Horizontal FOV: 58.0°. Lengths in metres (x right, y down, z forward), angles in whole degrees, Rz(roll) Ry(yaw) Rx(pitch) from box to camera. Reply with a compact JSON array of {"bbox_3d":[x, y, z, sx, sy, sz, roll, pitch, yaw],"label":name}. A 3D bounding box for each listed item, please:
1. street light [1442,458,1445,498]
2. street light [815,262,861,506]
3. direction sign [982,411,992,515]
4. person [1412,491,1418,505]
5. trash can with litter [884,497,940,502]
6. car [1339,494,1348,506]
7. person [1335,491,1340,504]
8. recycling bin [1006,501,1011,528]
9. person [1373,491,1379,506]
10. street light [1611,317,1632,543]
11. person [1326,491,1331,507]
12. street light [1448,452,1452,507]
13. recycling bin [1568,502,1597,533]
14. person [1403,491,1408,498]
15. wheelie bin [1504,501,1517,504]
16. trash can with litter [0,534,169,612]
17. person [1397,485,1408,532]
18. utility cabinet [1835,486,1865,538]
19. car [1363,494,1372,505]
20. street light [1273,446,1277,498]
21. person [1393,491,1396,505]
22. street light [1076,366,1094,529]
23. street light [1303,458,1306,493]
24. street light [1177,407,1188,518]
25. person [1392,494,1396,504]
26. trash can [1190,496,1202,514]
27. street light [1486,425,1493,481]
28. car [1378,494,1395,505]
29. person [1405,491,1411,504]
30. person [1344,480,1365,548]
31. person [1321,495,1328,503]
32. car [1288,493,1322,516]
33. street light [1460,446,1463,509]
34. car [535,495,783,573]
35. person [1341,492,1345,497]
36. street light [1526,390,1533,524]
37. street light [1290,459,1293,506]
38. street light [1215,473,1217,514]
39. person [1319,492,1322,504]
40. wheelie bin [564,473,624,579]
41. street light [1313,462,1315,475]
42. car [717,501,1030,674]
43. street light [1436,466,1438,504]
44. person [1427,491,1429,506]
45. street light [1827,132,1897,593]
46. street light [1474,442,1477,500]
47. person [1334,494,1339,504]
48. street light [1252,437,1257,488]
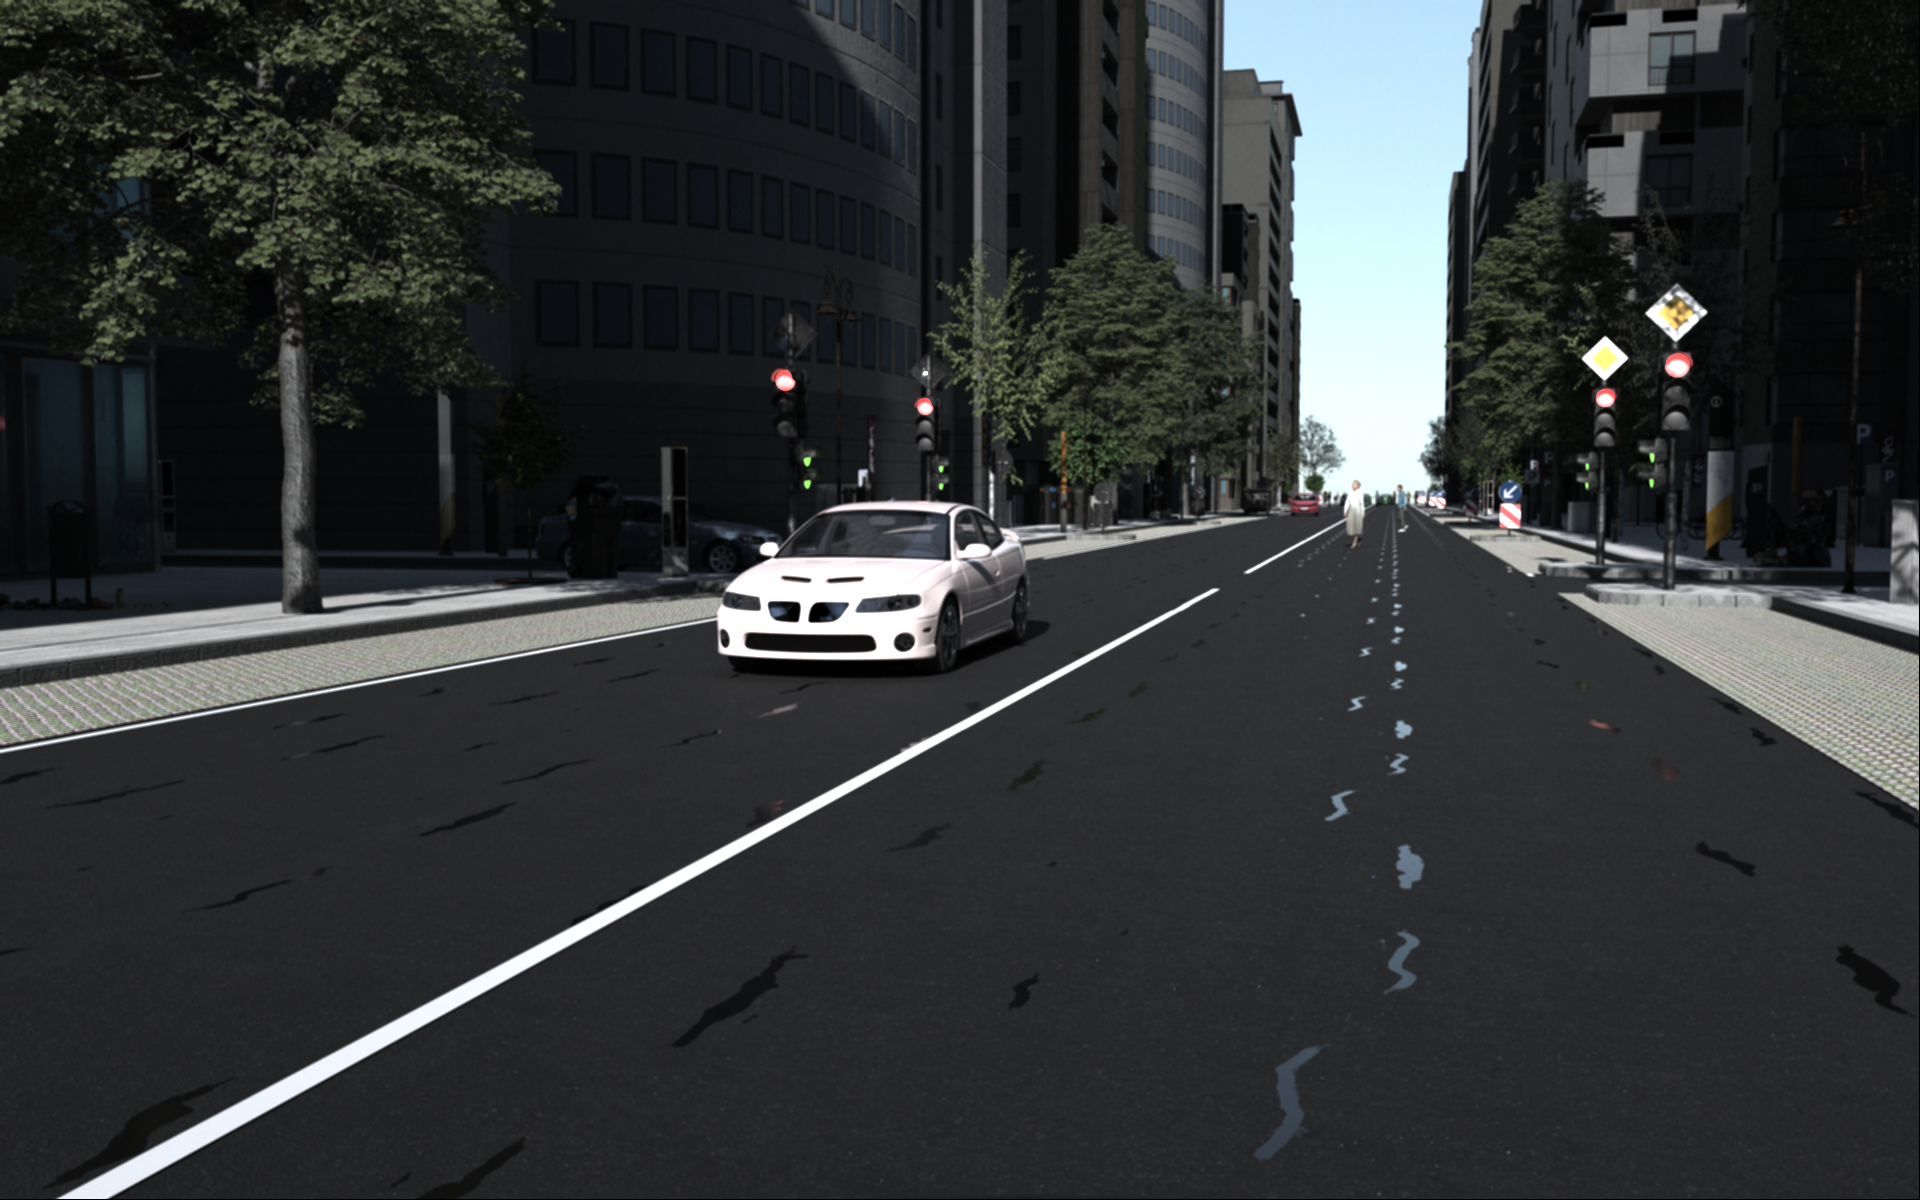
[{"bbox_3d":[55.602,-13.846,199.174,0.468,5.910,1.993,1,4,14],"label":"street light"},{"bbox_3d":[-2.426,-3.782,34.623,0.468,5.910,1.993,1,4,14],"label":"street light"},{"bbox_3d":[0.736,-3.410,47.752,0.379,3.537,0.876,1,4,17],"label":"direction sign"},{"bbox_3d":[55.061,-12.278,209.205,0.705,1.831,1.348,3,5,42],"label":"person"},{"bbox_3d":[-0.941,-2.208,47.160,1.678,1.210,2.233,2,4,24],"label":"trash can with litter"},{"bbox_3d":[47.169,-12.288,210.694,2.009,1.686,4.222,1,4,15],"label":"car"},{"bbox_3d":[56.981,-15.474,261.371,0.709,1.838,0.599,2,4,34],"label":"person"},{"bbox_3d":[1.447,-3.214,65.099,0.722,1.027,0.722,-2,4,-32],"label":"recycling bin"},{"bbox_3d":[48.726,-11.863,202.451,0.705,1.826,1.348,3,5,40],"label":"person"},{"bbox_3d":[17.187,-4.433,45.274,0.468,5.910,1.993,1,4,14],"label":"street light"},{"bbox_3d":[40.920,-11.187,192.226,0.721,1.723,1.217,2,4,29],"label":"person"},{"bbox_3d":[50.131,-12.508,177.294,0.468,5.910,1.993,1,4,14],"label":"street light"},{"bbox_3d":[20.478,-2.716,56.962,0.722,1.027,0.722,3,5,42],"label":"recycling bin"},{"bbox_3d":[60.296,-13.879,235.437,1.348,1.822,0.705,3,5,43],"label":"person"},{"bbox_3d":[32.813,-5.824,103.134,0.980,1.594,0.693,-3,5,-44],"label":"wheelie bin"},{"bbox_3d":[-10.286,-0.522,19.591,2.233,1.210,1.678,1,4,19],"label":"trash can with litter"},{"bbox_3d":[16.865,-3.497,66.018,0.444,1.785,0.601,1,4,15],"label":"person"},{"bbox_3d":[25.249,-2.478,49.198,0.318,1.500,1.173,0,4,0],"label":"utility cabinet"},{"bbox_3d":[55.590,-13.835,237.994,2.131,1.459,4.920,1,4,14],"label":"car"},{"bbox_3d":[30.106,-11.783,165.436,0.468,5.910,1.993,1,4,14],"label":"street light"},{"bbox_3d":[59.274,-13.946,236.484,0.705,1.831,1.348,0,4,6],"label":"person"},{"bbox_3d":[4.518,-5.494,62.620,0.468,5.910,1.993,1,4,14],"label":"street light"},{"bbox_3d":[43.373,-15.005,218.115,0.468,5.910,1.993,1,4,14],"label":"street light"},{"bbox_3d":[11.692,-7.238,91.124,0.468,5.910,1.993,1,4,14],"label":"street light"},{"bbox_3d":[64.765,-15.218,258.003,1.217,1.739,0.721,2,4,26],"label":"person"},{"bbox_3d":[14.442,-5.758,105.797,0.748,1.137,0.748,0,3,0],"label":"trash can"},{"bbox_3d":[31.374,-7.932,102.478,0.468,5.910,1.993,1,4,14],"label":"street light"},{"bbox_3d":[54.633,-12.863,222.114,2.131,1.459,4.920,1,4,16],"label":"car"},{"bbox_3d":[64.564,-14.728,249.400,0.705,1.812,1.348,-2,4,-29],"label":"person"},{"bbox_3d":[10.574,-2.295,46.250,0.641,1.798,0.478,-3,5,-42],"label":"person"},{"bbox_3d":[50.608,-14.150,239.942,1.348,1.812,0.705,3,5,41],"label":"person"},{"bbox_3d":[22.949,-6.492,115.189,2.155,1.783,4.494,1,4,12],"label":"car"},{"bbox_3d":[43.132,-10.770,148.871,0.468,5.910,1.993,1,4,14],"label":"street light"},{"bbox_3d":[-5.353,-1.168,31.095,4.499,1.417,2.014,1,4,14],"label":"car"},{"bbox_3d":[55.101,-14.619,248.309,1.217,1.735,0.721,-1,4,-12],"label":"person"},{"bbox_3d":[24.240,-6.174,73.738,0.468,5.910,1.993,1,4,14],"label":"street light"},{"bbox_3d":[36.266,-13.271,189.763,0.468,5.910,1.993,1,4,14],"label":"street light"},{"bbox_3d":[16.097,-8.326,108.914,0.468,5.910,1.993,1,4,14],"label":"street light"},{"bbox_3d":[48.453,-13.670,232.669,0.621,1.740,0.551,-1,4,-17],"label":"person"},{"bbox_3d":[-5.544,-1.132,26.420,0.693,1.594,0.980,2,4,30],"label":"wheelie bin"},{"bbox_3d":[50.447,-16.755,246.734,0.468,5.910,1.993,1,4,14],"label":"street light"},{"bbox_3d":[-0.613,-0.191,15.481,2.083,1.381,4.827,1,4,14],"label":"car"},{"bbox_3d":[62.615,-15.558,227.153,0.468,5.910,1.993,1,4,14],"label":"street light"},{"bbox_3d":[54.994,-11.921,203.413,0.705,1.824,1.348,0,4,5],"label":"person"},{"bbox_3d":[11.540,-3.029,22.308,0.468,5.910,1.993,1,4,14],"label":"street light"},{"bbox_3d":[35.885,-9.022,120.298,0.468,5.910,1.993,1,4,14],"label":"street light"},{"bbox_3d":[52.417,-14.037,241.239,0.697,1.427,0.421,1,4,22],"label":"person"},{"bbox_3d":[23.154,-10.045,137.019,0.468,5.910,1.993,1,4,14],"label":"street light"}]
